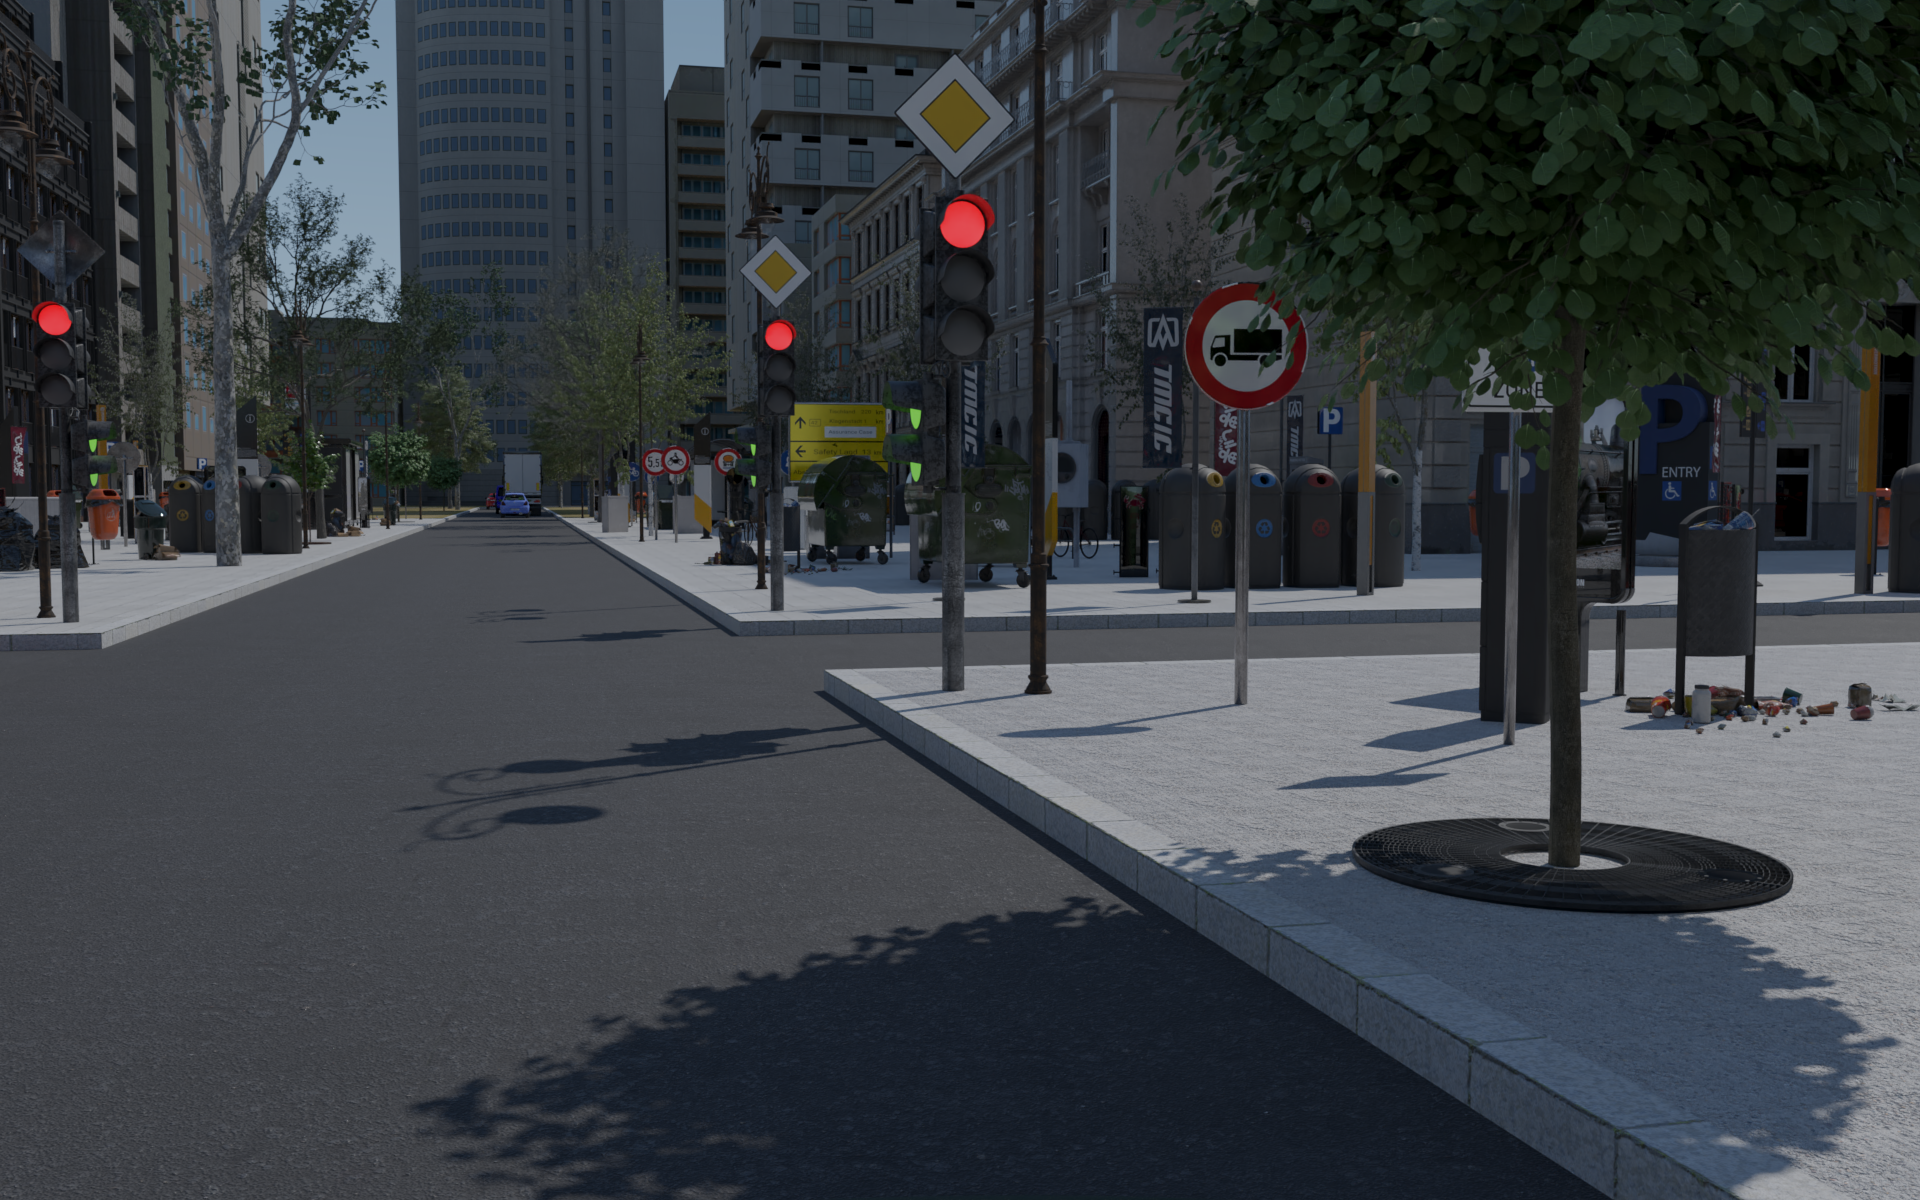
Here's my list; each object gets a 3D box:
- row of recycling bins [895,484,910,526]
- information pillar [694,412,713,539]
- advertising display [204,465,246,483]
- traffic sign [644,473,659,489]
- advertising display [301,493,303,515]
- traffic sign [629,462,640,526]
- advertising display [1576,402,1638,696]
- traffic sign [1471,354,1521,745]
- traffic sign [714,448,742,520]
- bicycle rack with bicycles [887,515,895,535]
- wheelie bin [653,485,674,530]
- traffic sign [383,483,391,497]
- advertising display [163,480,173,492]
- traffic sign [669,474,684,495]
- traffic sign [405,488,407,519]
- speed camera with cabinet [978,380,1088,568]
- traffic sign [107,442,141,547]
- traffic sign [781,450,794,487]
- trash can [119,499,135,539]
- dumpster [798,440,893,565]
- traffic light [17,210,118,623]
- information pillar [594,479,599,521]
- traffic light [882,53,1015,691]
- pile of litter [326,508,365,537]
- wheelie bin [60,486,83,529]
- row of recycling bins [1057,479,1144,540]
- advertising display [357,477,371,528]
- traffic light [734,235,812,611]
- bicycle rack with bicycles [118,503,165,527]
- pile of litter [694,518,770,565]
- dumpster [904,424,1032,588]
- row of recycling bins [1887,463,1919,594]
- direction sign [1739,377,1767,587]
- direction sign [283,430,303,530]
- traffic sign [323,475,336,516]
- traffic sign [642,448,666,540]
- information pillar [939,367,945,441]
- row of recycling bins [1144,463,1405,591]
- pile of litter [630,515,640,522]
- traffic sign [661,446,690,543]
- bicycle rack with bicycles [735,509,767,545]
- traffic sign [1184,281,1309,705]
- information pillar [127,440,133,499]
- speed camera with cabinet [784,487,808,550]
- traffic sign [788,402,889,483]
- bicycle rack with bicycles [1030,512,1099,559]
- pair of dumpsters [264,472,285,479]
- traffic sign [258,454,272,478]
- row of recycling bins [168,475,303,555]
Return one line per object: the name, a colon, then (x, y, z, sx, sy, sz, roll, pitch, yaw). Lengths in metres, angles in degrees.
row of recycling bins: (-3.608, -3.926, 71.307, 3.534, 1.692, 1.069, 1, 4, 21)
information pillar: (-7.329, -3.550, 49.405, 0.504, 3.616, 0.183, 0, 4, 1)
advertising display: (-16.679, -2.089, 39.361, 0.123, 1.923, 0.974, 2, 4, 35)
traffic sign: (-15.854, -5.446, 89.146, 0.768, 2.556, 0.104, -1, 4, -9)
advertising display: (-22.324, -3.218, 57.826, 0.974, 1.923, 0.123, 0, 4, 6)
traffic sign: (-13.107, -4.221, 69.115, 0.768, 2.556, 0.104, -1, 4, -12)
advertising display: (3.925, -0.372, 11.301, 0.123, 1.923, 0.974, -3, 5, -40)
traffic sign: (2.812, -0.408, 8.801, 0.606, 2.300, 0.079, -1, 4, -11)
traffic sign: (-6.423, -2.933, 48.067, 0.768, 2.556, 0.104, -1, 4, -9)
bicycle rack with bicycles: (-3.211, -2.526, 54.677, 2.852, 0.926, 2.925, -1, 4, -11)
wheelie bin: (-10.715, -3.345, 62.605, 0.980, 1.594, 0.693, -2, 4, -28)
traffic sign: (-27.767, -5.029, 84.357, 0.606, 2.300, 0.079, -1, 4, -10)
advertising display: (-37.061, -4.644, 81.140, 0.974, 1.923, 0.123, 3, 5, 44)
traffic sign: (-14.712, -5.496, 89.965, 0.768, 2.556, 0.104, 0, 4, -5)
traffic sign: (-28.416, -5.429, 88.768, 0.884, 2.594, 0.081, 0, 4, -7)
speed camera with cabinet: (1.189, -2.199, 30.296, 2.038, 3.252, 0.660, 1, 4, 20)
traffic sign: (-20.343, -2.572, 42.166, 0.768, 2.556, 0.104, -1, 4, -12)
traffic sign: (-4.681, -2.964, 48.568, 0.768, 2.556, 0.104, 0, 4, -7)
trash can: (-23.808, -2.331, 49.773, 0.748, 1.137, 0.748, 0, 3, 0)
dumpster: (-2.116, -1.808, 32.062, 1.502, 2.255, 1.985, -1, 4, -14)
traffic light: (-8.871, -1.730, 17.202, 0.839, 4.253, 0.868, -1, 4, -14)
information pillar: (-17.555, -4.856, 83.895, 0.304, 2.012, 0.304, 0, 4, 1)
traffic light: (-0.063, -1.363, 11.211, 0.839, 4.253, 0.868, -1, 4, -14)
pile of litter: (-18.581, -2.352, 52.422, 1.176, 0.858, 1.719, 1, 4, 22)
wheelie bin: (-32.735, -3.406, 63.604, 0.693, 1.594, 0.980, 1, 4, 13)
row of recycling bins: (4.204, -2.534, 48.545, 3.534, 1.692, 1.069, 0, 4, -8)
advertising display: (-22.419, -3.667, 65.175, 0.123, 1.923, 0.974, -3, 5, -39)
traffic light: (-2.031, -1.837, 18.951, 0.839, 4.253, 0.868, -1, 4, -14)
bicycle rack with bicycles: (-32.337, -3.333, 67.876, 2.852, 0.926, 2.925, 0, 4, 7)
pile of litter: (-4.067, -1.078, 31.588, 1.176, 0.858, 1.719, -3, 5, -43)
dumpster: (0.156, -1.330, 24.235, 1.502, 2.255, 1.985, -1, 4, -14)
row of recycling bins: (13.804, -0.976, 23.069, 3.534, 1.692, 1.069, -1, 4, -21)
direction sign: (10.984, -1.959, 24.022, 0.379, 3.537, 0.876, 3, 5, 45)
direction sign: (-23.338, -4.218, 60.962, 0.876, 3.537, 0.379, -1, 4, -14)
traffic sign: (-22.713, -3.777, 61.764, 0.884, 2.594, 0.081, -1, 4, -11)
traffic sign: (-8.507, -2.956, 48.435, 0.768, 2.556, 0.104, 0, 4, -7)
information pillar: (-0.170, -2.472, 31.767, 0.183, 3.616, 0.504, -3, 4, -38)
row of recycling bins: (4.408, -1.020, 23.784, 3.534, 1.692, 1.069, -1, 4, -16)
pile of litter: (-15.420, -4.010, 79.536, 1.719, 0.858, 1.176, -1, 4, -17)
traffic sign: (-7.475, -2.780, 45.563, 0.768, 2.556, 0.104, -1, 4, -8)
bicycle rack with bicycles: (-4.459, -1.843, 43.508, 2.852, 0.926, 2.925, 0, 4, 5)
traffic sign: (1.715, -0.636, 10.498, 0.768, 2.556, 0.104, 0, 4, -6)
information pillar: (-36.160, -5.148, 75.525, 0.183, 3.616, 0.504, 0, 4, 6)
speed camera with cabinet: (-3.463, -2.839, 40.747, 0.660, 3.252, 2.038, 1, 4, 20)
traffic sign: (-2.682, -2.729, 38.492, 2.265, 3.308, 0.079, -1, 4, -11)
bicycle rack with bicycles: (1.102, -1.313, 34.842, 2.852, 0.926, 2.925, -2, 4, -26)
pair of dumpsters: (-26.838, -4.052, 68.751, 1.574, 2.255, 4.437, -1, 4, -14)
traffic sign: (-22.304, -3.366, 55.137, 0.768, 2.556, 0.104, -1, 4, -13)
row of recycling bins: (-15.763, -1.869, 37.675, 3.534, 1.692, 1.069, 2, 4, 24)
